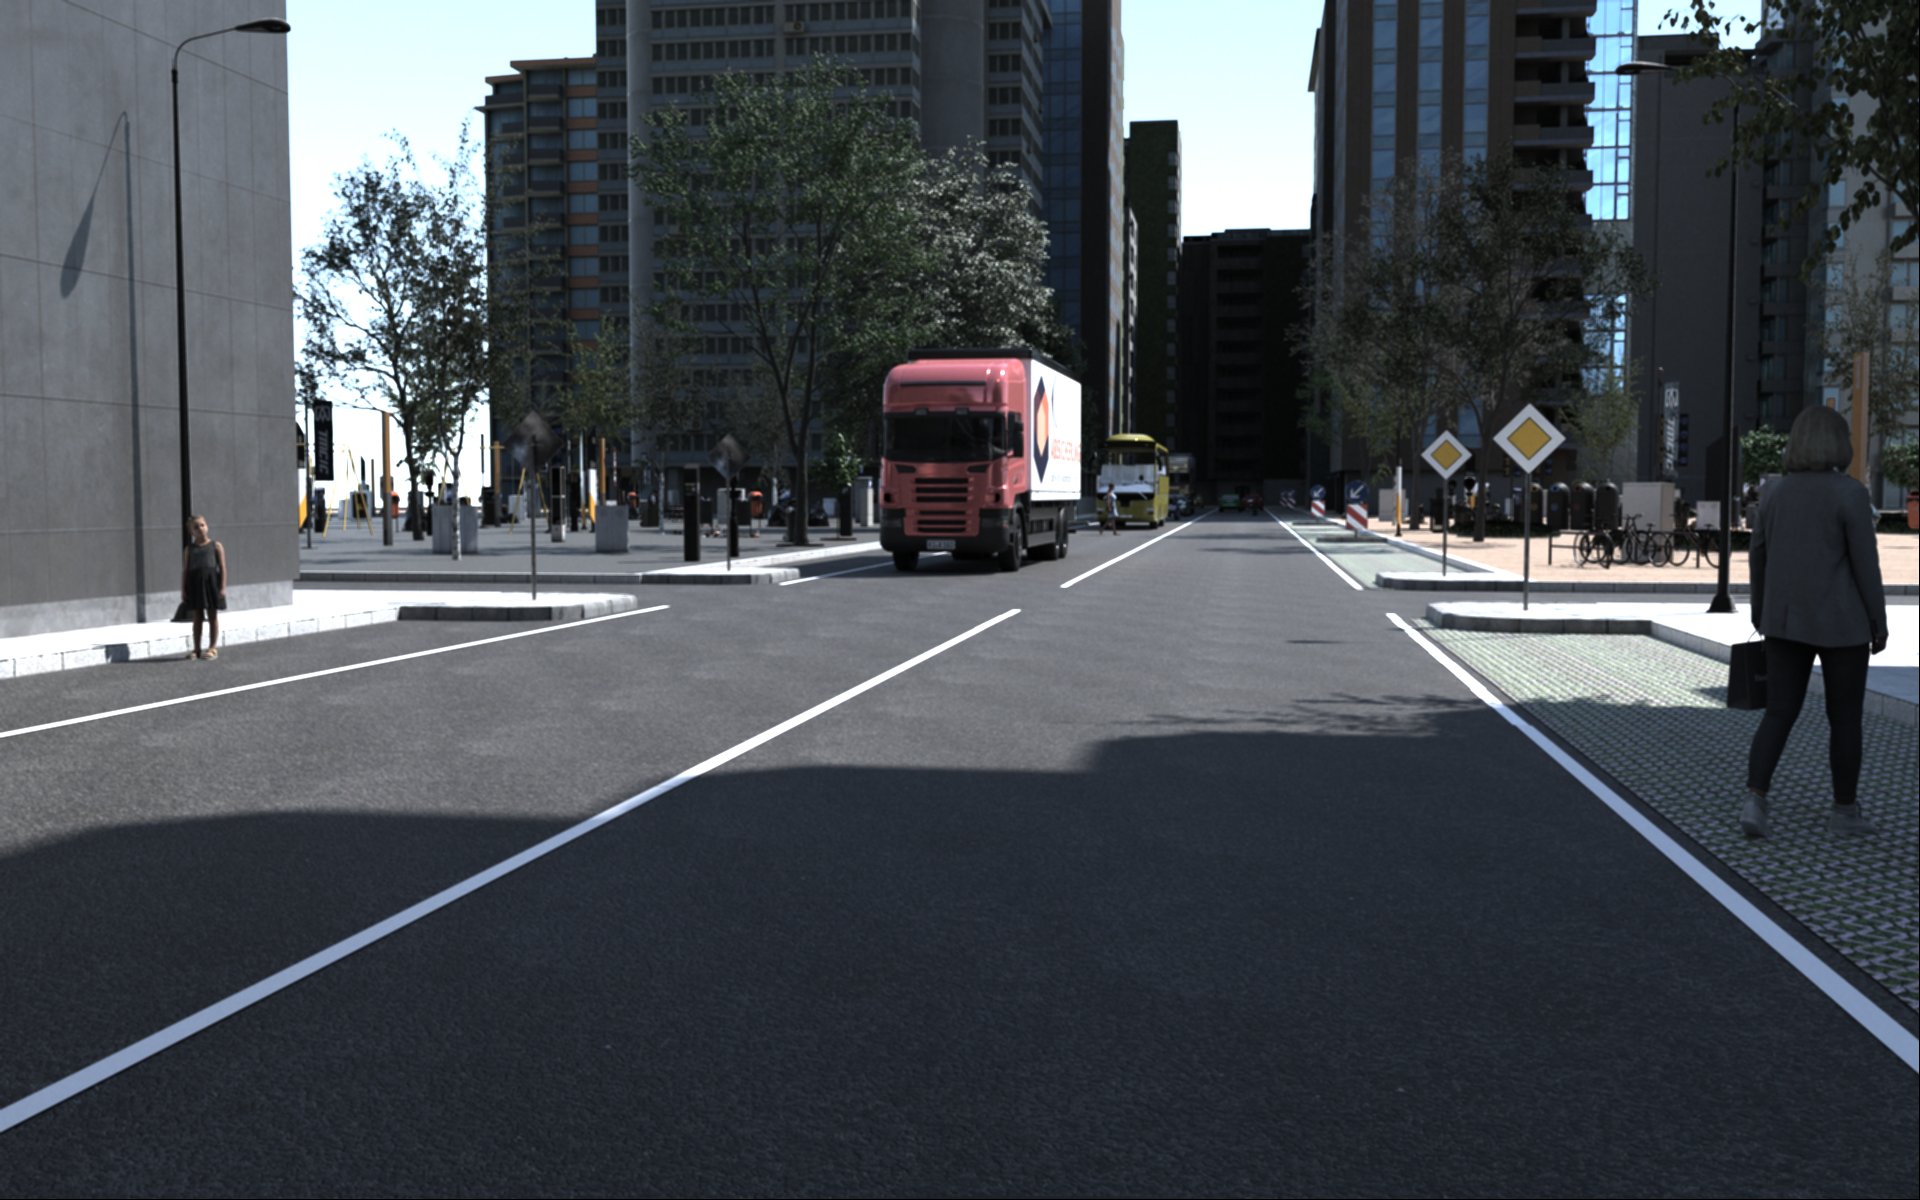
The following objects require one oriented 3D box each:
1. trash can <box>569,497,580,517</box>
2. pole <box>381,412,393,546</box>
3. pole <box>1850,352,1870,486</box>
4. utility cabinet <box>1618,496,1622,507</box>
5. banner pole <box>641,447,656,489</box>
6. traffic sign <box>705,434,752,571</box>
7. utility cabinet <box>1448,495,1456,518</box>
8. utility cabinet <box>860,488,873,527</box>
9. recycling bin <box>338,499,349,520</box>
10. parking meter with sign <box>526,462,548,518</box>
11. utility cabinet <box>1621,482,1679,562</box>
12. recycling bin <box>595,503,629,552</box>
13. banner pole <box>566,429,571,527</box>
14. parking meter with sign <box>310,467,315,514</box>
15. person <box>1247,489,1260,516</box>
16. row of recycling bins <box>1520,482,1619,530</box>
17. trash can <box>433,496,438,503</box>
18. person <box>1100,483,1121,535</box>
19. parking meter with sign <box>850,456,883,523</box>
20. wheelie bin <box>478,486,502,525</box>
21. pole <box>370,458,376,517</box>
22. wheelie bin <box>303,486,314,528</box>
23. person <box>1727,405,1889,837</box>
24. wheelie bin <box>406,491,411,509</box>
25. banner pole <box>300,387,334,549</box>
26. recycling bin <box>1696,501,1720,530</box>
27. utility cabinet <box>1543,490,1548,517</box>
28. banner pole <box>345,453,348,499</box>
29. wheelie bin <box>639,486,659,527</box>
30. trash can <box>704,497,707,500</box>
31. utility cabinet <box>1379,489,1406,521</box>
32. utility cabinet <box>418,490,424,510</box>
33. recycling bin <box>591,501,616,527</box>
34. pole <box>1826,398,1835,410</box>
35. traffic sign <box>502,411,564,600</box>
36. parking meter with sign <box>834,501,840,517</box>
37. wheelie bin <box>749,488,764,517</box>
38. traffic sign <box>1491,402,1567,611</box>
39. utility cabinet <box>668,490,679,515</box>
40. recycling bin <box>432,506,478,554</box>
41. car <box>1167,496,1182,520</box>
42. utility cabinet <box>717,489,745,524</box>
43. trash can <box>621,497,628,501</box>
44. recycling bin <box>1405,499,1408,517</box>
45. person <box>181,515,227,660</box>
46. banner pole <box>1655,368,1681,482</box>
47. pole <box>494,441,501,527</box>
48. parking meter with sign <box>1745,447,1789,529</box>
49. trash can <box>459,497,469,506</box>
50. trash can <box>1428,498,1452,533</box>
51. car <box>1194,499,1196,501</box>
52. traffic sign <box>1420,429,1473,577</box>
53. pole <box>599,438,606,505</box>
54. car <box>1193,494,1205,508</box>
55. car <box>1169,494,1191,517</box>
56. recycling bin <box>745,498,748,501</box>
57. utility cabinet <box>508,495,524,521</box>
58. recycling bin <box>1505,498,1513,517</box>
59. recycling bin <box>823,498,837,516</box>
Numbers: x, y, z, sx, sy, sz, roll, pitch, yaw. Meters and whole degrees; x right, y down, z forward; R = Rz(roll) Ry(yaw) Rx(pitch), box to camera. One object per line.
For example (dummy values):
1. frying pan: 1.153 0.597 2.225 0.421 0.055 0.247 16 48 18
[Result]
1. trash can: -21.889 -5.297 98.263 0.748 1.137 0.748 0 3 0
2. pole: -14.290 -3.017 43.176 0.158 3.312 0.155 0 3 0
3. pole: 13.006 -1.911 25.080 0.158 3.312 0.155 0 3 0
4. utility cabinet: 28.723 -3.943 75.636 1.020 1.237 0.306 3 4 39
5. banner pole: -16.653 -6.255 92.278 0.401 3.779 0.863 3 5 40
6. traffic sign: -3.850 -1.539 28.800 0.795 2.450 0.064 1 4 9
7. utility cabinet: 26.112 -4.944 91.988 0.306 1.237 1.020 1 4 8
8. utility cabinet: -3.665 -3.622 67.893 0.318 1.500 1.173 0 4 7
9. recycling bin: -30.829 -4.562 87.146 0.722 1.027 0.722 -3 4 -36
10. parking meter with sign: -23.091 -5.968 93.842 1.738 3.016 0.543 3 4 36
11. utility cabinet: 13.055 -1.479 32.857 0.318 1.500 1.173 -1 4 -14
12. recycling bin: -7.733 -1.585 38.462 0.722 1.027 0.722 -1 4 -12
13. banner pole: -15.122 -4.706 66.959 0.401 3.779 0.863 0 4 -4
14. parking meter with sign: -41.646 -6.952 109.930 1.738 3.016 0.543 2 4 32
15. person: 19.480 -6.451 114.701 0.721 1.743 1.217 -2 4 -31
16. row of recycling bins: 21.896 -3.373 62.259 3.534 1.692 1.069 3 5 39
17. trash can: -32.542 -5.890 107.953 0.748 1.137 0.748 0 3 0
18. person: 5.208 -3.158 60.232 0.778 1.811 0.616 2 4 23
19. parking meter with sign: -4.251 -4.900 76.373 1.738 3.016 0.543 2 4 24
20. wheelie bin: -19.397 -3.891 71.528 0.980 1.594 0.693 -2 4 -23
21. pole: -33.551 -6.431 98.989 0.158 3.312 0.155 0 3 0
22. wheelie bin: -24.710 -3.491 64.980 0.980 1.594 0.693 -2 4 -28
23. person: 3.504 0.086 7.272 0.728 1.800 0.709 -2 4 -30
24. wheelie bin: -33.805 -6.061 107.011 0.693 1.594 0.980 -2 4 -35
25. banner pole: -15.127 -3.104 40.768 0.863 3.779 0.401 0 4 1
26. recycling bin: 26.151 -2.937 60.572 0.722 1.027 0.722 1 4 20
27. utility cabinet: 32.052 -5.191 93.559 1.173 1.500 0.318 2 4 34
28. banner pole: -37.640 -7.117 106.381 0.401 3.779 0.863 -1 4 -15
29. wheelie bin: -12.066 -3.643 67.475 0.693 1.594 0.980 -3 5 -45
30. trash can: -14.028 -5.020 93.729 0.748 1.137 0.748 0 3 0
31. utility cabinet: 20.027 -4.380 80.284 1.173 1.500 0.318 1 4 10
32. utility cabinet: -31.754 -5.694 101.770 0.318 1.500 1.173 0 4 -6
33. recycling bin: -13.768 -3.328 66.969 0.722 1.027 0.722 2 4 25
34. pole: 18.529 -2.637 36.951 0.158 3.312 0.155 0 3 0
35. traffic sign: -5.156 -1.057 20.922 0.795 2.450 0.064 1 4 9
36. parking meter with sign: -6.351 -6.298 99.235 1.738 3.016 0.543 -2 4 -24
37. wheelie bin: -11.551 -5.500 97.830 0.980 1.594 0.693 1 4 12
38. traffic sign: 6.230 -0.941 19.020 0.795 2.450 0.064 1 4 9
39. utility cabinet: -17.308 -5.874 104.717 0.318 1.500 1.173 1 4 10
40. recycling bin: -10.975 -1.535 37.646 0.722 1.027 0.722 3 5 39
41. car: 11.255 -5.078 95.604 1.945 1.354 3.894 1 4 8
42. utility cabinet: -9.656 -3.939 73.081 1.173 1.500 0.318 1 4 21
43. trash can: -19.932 -5.561 102.582 0.748 1.137 0.748 0 3 0
44. recycling bin: 24.346 -5.098 95.906 0.722 1.027 0.722 -1 4 -9
45. person: -6.572 -0.115 15.055 0.362 1.253 0.373 0 4 -4
46. banner pole: 13.933 -2.705 34.238 0.401 3.779 0.863 -1 4 -15
47. pole: -17.797 -4.450 66.595 0.158 3.312 0.155 0 3 0
48. parking meter with sign: 30.007 -4.157 64.227 1.738 3.016 0.543 -1 4 -18
49. trash can: -25.135 -4.640 87.515 0.748 1.137 0.748 0 3 0
50. trash can: 15.904 -2.799 57.423 0.748 1.137 0.748 0 3 0
51. car: 17.605 -7.630 137.113 2.083 1.381 4.827 1 4 9
52. traffic sign: 7.536 -1.422 26.898 0.795 2.450 0.064 1 4 9
53. pole: -13.016 -4.231 63.024 0.158 3.312 0.155 0 3 0
54. car: 23.943 -10.153 176.225 2.015 1.641 3.980 1 4 10
55. car: 13.750 -6.050 110.722 2.131 1.459 4.920 1 4 11
56. recycling bin: -12.819 -5.619 104.429 0.722 1.027 0.722 0 4 3
57. utility cabinet: -21.400 -4.423 83.484 0.306 1.237 1.020 -3 5 -41
58. recycling bin: 31.625 -5.280 98.883 0.722 1.027 0.722 -3 4 -39
59. recycling bin: -7.699 -5.525 102.882 0.722 1.027 0.722 1 4 11
